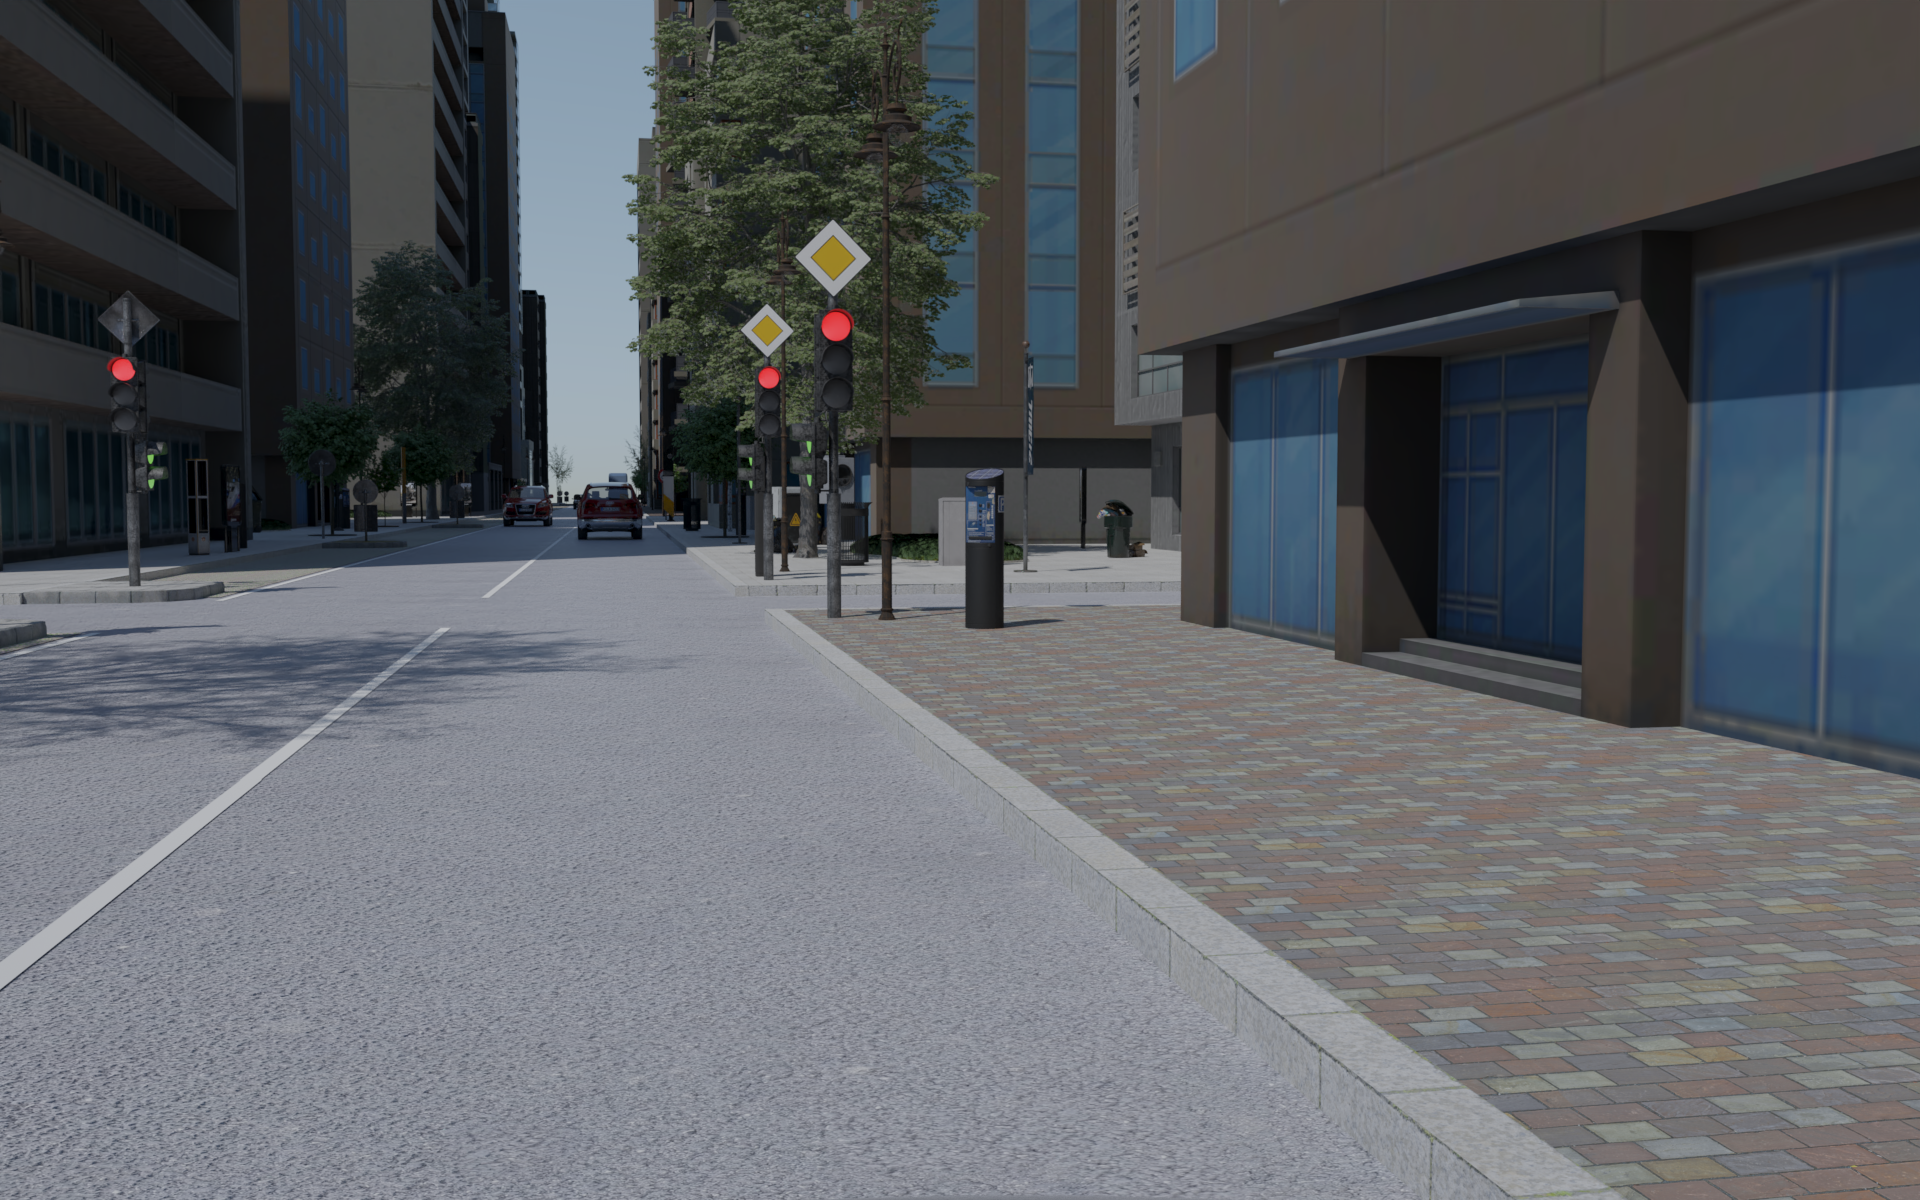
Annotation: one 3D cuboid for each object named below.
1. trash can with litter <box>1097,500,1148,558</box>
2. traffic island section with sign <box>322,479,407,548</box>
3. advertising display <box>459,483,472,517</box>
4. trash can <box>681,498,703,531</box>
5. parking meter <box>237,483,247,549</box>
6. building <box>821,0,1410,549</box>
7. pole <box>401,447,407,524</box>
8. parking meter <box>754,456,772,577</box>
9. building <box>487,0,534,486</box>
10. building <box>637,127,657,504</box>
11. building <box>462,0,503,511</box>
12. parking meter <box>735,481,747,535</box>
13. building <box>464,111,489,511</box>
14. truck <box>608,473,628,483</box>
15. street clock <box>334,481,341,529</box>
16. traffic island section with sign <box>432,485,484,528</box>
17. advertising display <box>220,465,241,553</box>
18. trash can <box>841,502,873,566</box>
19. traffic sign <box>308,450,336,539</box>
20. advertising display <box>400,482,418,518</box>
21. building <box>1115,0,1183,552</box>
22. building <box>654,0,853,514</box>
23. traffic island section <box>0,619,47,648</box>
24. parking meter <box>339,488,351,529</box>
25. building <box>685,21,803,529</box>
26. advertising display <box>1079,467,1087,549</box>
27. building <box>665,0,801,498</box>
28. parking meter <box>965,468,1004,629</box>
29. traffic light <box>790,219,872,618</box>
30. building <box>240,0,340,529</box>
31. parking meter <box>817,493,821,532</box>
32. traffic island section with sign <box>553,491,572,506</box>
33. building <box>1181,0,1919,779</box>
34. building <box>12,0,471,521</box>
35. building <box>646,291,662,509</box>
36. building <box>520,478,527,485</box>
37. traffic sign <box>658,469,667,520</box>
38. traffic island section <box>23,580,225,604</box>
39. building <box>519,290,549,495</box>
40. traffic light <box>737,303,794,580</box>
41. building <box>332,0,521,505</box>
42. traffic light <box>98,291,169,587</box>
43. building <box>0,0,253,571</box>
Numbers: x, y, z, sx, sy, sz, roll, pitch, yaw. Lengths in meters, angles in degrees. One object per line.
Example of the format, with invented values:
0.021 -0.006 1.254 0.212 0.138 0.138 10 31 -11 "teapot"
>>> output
3.306 -1.447 35.043 0.624 1.170 1.055 3 5 41 "trash can with litter"
-15.920 -2.311 46.409 1.989 1.847 2.006 -1 4 -11 "traffic island section with sign"
-27.797 -5.636 97.361 0.123 1.923 0.974 2 4 23 "advertising display"
-9.316 -2.969 60.188 0.748 1.137 0.748 0 3 0 "trash can"
-17.035 -1.985 40.870 0.372 1.533 0.369 0 3 0 "parking meter"
3.038 -24.448 49.835 14.600 45.320 14.200 -1 4 -11 "building"
-24.209 -4.987 75.382 0.158 3.312 0.155 0 3 0 "pole"
-3.064 -1.301 26.989 0.255 1.863 0.399 -1 4 -10 "parking meter"
-64.880 -55.227 215.636 22.319 86.520 31.000 -1 4 -11 "building"
-31.100 -36.870 226.531 21.300 48.544 21.600 -1 4 -11 "building"
-48.254 -42.893 139.551 20.563 71.187 20.611 -1 4 -11 "building"
-6.794 -2.936 53.712 0.255 1.863 0.399 -2 4 -24 "parking meter"
-41.837 -21.572 124.396 14.160 30.474 14.107 -1 4 -11 "building"
-42.423 -13.759 214.725 2.967 4.110 18.799 -1 4 -11 "truck"
-22.632 -3.564 62.837 0.471 2.002 0.358 1 4 12 "street clock"
-21.159 -3.938 73.007 1.989 1.847 2.006 -1 4 -11 "traffic island section with sign"
-16.122 -2.025 38.317 0.123 1.923 0.974 0 4 -5 "advertising display"
-1.937 -1.183 31.003 0.748 1.137 0.748 0 3 0 "trash can"
-18.290 -3.032 49.681 0.768 2.556 0.104 0 4 -6 "traffic sign"
-29.991 -5.445 94.246 0.974 1.923 0.123 1 4 13 "advertising display"
11.662 -21.425 33.900 14.086 41.232 14.154 -1 4 -11 "building"
-17.038 -29.845 138.079 14.600 45.320 14.200 -1 4 -11 "building"
-9.958 0.367 16.276 2.009 0.180 2.903 -1 4 -11 "traffic island section"
-22.696 -3.393 63.887 0.372 1.533 0.369 0 3 0 "parking meter"
1.847 -14.394 80.388 27.650 21.520 28.899 -1 4 -11 "building"
2.917 -2.194 41.081 0.123 1.923 0.974 0 4 1 "advertising display"
-8.561 -28.319 117.635 22.147 44.769 28.867 -1 4 -11 "building"
0.236 -0.499 16.576 0.372 1.533 0.369 0 3 0 "parking meter"
-1.323 -1.770 17.855 0.839 4.253 0.868 -1 4 -11 "traffic light"
-32.276 -25.533 67.574 14.600 45.320 14.200 -1 4 -11 "building"
-4.020 -2.413 47.861 0.372 1.533 0.369 0 3 0 "parking meter"
-46.878 -11.905 203.272 1.989 1.847 2.006 -1 4 -11 "traffic island section with sign"
9.956 -22.065 10.866 14.600 45.320 14.200 -1 4 -11 "building"
-41.976 -29.441 105.067 21.300 48.544 21.600 -1 4 -11 "building"
-14.966 -19.385 161.986 27.650 21.520 28.899 -1 4 -11 "building"
-64.421 -30.415 189.167 32.217 40.220 23.993 -1 4 -11 "building"
-14.498 -5.213 85.338 0.768 2.556 0.104 -1 4 -10 "traffic sign"
-11.504 -0.112 24.110 2.009 0.180 2.903 -1 4 -11 "traffic island section"
-64.713 -28.662 240.323 14.160 30.474 14.107 -1 4 -11 "building"
-2.869 -2.249 25.689 0.839 4.253 0.868 -1 4 -11 "traffic light"
-47.866 -31.075 158.181 14.600 45.320 14.200 -1 4 -11 "building"
-11.462 -2.145 23.984 0.839 4.253 0.868 -1 4 -11 "traffic light"
-28.242 -25.140 34.744 21.300 48.544 21.600 -1 4 -11 "building"
